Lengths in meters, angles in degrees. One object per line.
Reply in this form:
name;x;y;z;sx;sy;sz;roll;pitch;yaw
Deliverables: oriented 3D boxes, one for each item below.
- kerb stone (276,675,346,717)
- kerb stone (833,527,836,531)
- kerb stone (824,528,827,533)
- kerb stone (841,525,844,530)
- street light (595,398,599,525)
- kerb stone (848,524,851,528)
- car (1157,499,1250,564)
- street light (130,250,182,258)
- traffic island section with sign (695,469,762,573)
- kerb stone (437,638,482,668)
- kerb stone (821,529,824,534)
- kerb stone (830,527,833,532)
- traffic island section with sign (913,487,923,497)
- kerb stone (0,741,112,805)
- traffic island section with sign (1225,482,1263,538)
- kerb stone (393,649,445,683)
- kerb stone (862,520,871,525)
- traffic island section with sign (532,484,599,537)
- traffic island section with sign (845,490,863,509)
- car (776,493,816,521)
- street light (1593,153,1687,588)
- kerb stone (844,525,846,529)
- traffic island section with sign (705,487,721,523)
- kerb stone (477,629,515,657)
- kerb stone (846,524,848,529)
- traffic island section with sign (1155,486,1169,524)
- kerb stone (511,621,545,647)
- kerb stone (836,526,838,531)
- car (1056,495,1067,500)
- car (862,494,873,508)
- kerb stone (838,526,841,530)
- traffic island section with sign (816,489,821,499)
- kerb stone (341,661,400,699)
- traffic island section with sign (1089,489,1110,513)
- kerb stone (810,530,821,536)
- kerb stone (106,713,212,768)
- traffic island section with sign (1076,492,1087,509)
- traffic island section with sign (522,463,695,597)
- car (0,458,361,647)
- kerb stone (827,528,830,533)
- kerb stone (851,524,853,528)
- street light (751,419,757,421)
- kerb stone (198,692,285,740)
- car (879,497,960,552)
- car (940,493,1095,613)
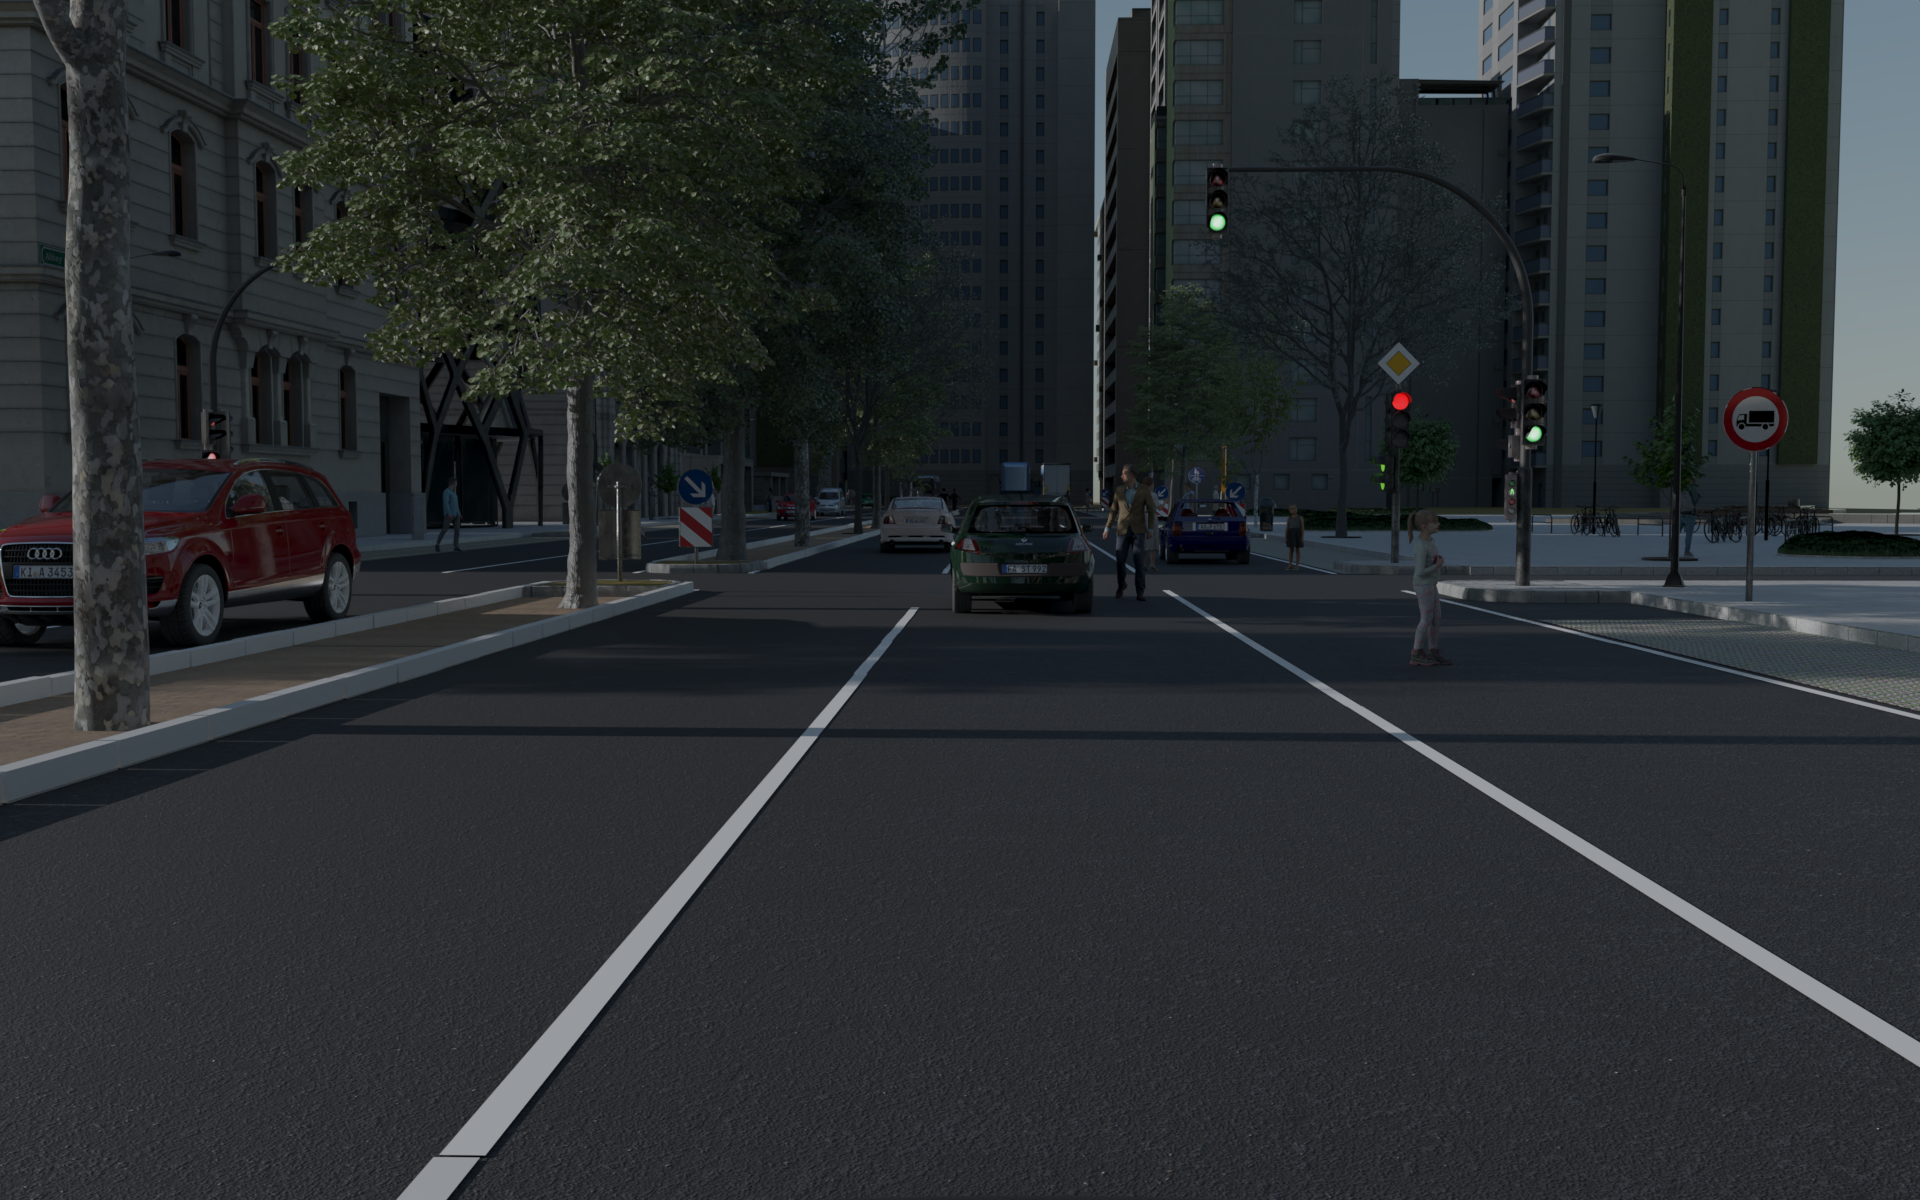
kerb stone;-4.375;0.649;11.584;0.120;0.150;1.000;0;4;2
kerb stone;-4.910;-2.642;65.463;0.120;0.150;1.000;0;4;2
kerb stone;-4.995;-2.458;62.389;0.120;0.150;1.000;0;4;2
kerb stone;-4.811;-2.833;68.535;0.120;0.150;1.000;0;4;2
street light;-14.377;-6.020;70.965;1.470;5.913;1.316;0;4;2
kerb stone;-4.729;-3.017;71.615;0.120;0.150;1.000;0;4;2
car;5.164;-1.484;36.850;1.945;1.354;3.894;0;4;3
street light;-15.507;-3.705;33.115;1.470;5.913;1.316;0;4;2
traffic island section with sign;-4.802;-1.476;32.264;2.006;1.907;1.989;0;4;2
kerb stone;-4.278;0.461;14.654;0.120;0.150;1.000;0;4;2
kerb stone;-5.020;-2.395;61.360;0.120;0.150;1.000;0;4;2
kerb stone;-4.941;-2.583;64.434;0.120;0.150;1.000;0;4;2
traffic island section with sign;-2.636;-6.069;107.372;2.006;1.907;1.989;0;4;2
kerb stone;-4.454;0.837;8.508;0.120;0.150;1.000;0;4;2
traffic island section with sign;8.833;-2.948;56.829;1.989;1.847;2.006;0;4;2
kerb stone;-4.301;0.524;13.632;0.120;0.150;1.000;0;4;2
kerb stone;-4.429;-3.650;81.868;0.120;0.150;1.000;0;4;2
traffic island section with sign;-13.064;-3.010;57.841;1.989;1.847;2.006;0;4;2
traffic island section with sign;-10.057;-9.370;161.835;1.989;1.847;2.006;0;4;2
car;-8.965;-5.248;94.852;2.155;1.783;4.494;0;4;2
street light;9.334;-3.134;23.786;1.470;5.913;1.316;0;4;2
kerb stone;-4.785;-2.891;69.563;0.120;0.150;1.000;0;4;2
traffic island section with sign;-12.274;-4.680;85.145;1.989;1.847;2.006;0;4;2
kerb stone;-4.255;0.399;15.676;0.120;0.150;1.000;0;4;2
kerb stone;-4.763;-2.960;70.584;0.120;0.150;1.000;0;4;2
traffic island section with sign;9.627;-4.616;84.093;1.989;1.847;2.006;0;4;2
kerb stone;-4.222;0.336;16.703;0.120;0.150;1.000;0;4;2
kerb stone;-4.879;-2.709;66.487;0.120;0.150;1.000;0;4;2
car;7.668;-7.801;139.904;2.083;1.381;4.827;0;4;0
car;-9.661;-10.537;181.083;1.959;1.807;4.718;0;4;3
kerb stone;-4.847;-2.771;67.509;0.120;0.150;1.000;0;4;2
traffic island section with sign;-10.838;-7.723;134.891;1.989;1.847;2.006;0;4;2
kerb stone;-4.336;0.587;12.609;0.120;0.150;1.000;0;4;2
traffic island section with sign;11.072;-7.672;134.067;1.989;1.847;2.006;0;4;2
kerb stone;-5.054;-2.328;60.339;0.120;0.150;1.000;0;4;2
kerb stone;-4.426;0.774;9.533;0.120;0.150;1.000;0;4;2
traffic island section with sign;11.872;-9.360;161.669;1.989;1.847;2.006;0;4;2
traffic island section with sign;-5.026;-1.023;24.861;2.006;1.907;1.989;0;4;2
car;-8.028;-0.569;17.975;2.281;1.827;5.304;0;4;2
kerb stone;-4.968;-2.521;63.411;0.120;0.150;1.000;0;4;2
kerb stone;-4.699;-3.086;72.646;0.120;0.150;1.000;0;4;2
street light;-13.324;-8.269;107.739;1.470;5.913;1.316;0;4;2
kerb stone;-4.401;0.712;10.561;0.120;0.150;1.000;0;4;2
car;-1.049;-1.931;43.941;2.083;1.381;4.827;0;3;0
car;0.747;-0.761;22.237;2.009;1.686;4.222;0;4;0
